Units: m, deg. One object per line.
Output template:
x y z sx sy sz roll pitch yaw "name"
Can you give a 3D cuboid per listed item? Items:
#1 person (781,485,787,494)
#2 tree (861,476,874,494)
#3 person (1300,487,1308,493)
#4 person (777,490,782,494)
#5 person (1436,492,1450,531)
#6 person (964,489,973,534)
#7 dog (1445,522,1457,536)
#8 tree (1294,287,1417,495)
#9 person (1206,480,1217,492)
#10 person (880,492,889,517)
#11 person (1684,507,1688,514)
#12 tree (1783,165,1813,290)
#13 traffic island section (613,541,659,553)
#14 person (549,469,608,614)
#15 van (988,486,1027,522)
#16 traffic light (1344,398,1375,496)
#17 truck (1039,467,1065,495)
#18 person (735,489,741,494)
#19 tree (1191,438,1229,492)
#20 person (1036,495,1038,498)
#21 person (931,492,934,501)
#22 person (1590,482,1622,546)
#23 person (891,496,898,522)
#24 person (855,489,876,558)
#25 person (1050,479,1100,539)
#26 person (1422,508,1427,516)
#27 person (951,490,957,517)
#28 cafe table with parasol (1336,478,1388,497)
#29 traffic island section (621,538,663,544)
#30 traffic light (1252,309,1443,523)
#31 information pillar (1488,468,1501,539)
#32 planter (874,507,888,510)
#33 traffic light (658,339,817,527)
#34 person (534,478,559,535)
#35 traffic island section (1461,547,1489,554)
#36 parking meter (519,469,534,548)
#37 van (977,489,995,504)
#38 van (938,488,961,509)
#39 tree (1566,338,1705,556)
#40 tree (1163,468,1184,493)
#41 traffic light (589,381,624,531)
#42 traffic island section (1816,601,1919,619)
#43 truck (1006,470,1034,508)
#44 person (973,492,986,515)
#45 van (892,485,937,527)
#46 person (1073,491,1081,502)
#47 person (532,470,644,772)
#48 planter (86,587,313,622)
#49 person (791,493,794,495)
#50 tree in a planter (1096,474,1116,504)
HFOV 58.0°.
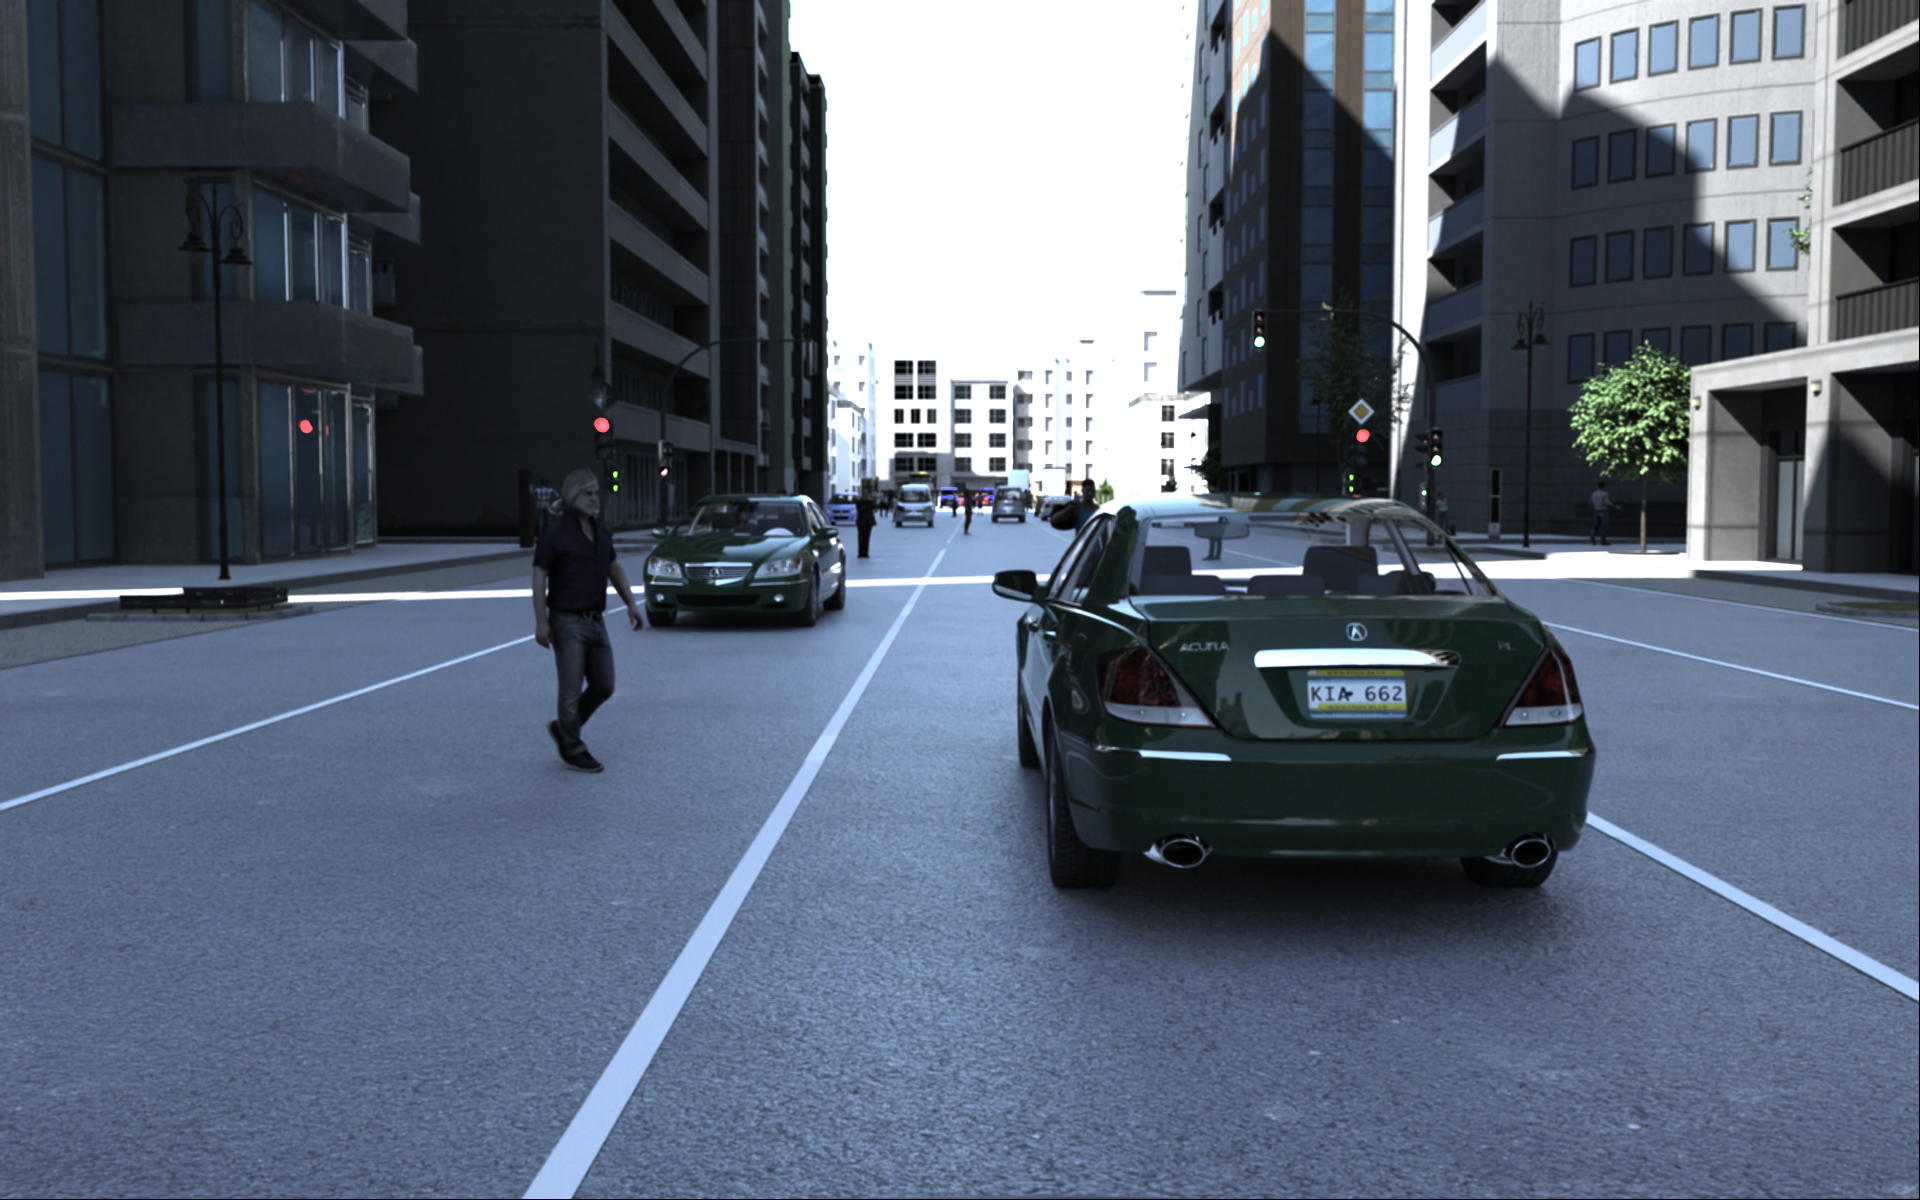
-9.879 -5.531 96.599 0.434 1.807 0.598 -1 4 -11 "person"
-9.853 -11.673 185.449 1.663 3.219 1.824 0 3 0 "tree"
14.540 -3.993 73.202 0.647 1.594 0.662 2 4 28 "person"
-8.687 -4.527 84.214 0.444 1.614 0.593 -2 4 -35 "person"
16.197 -2.936 57.951 0.435 1.345 0.340 0 4 -6 "person"
0.303 -3.150 61.713 0.444 1.614 0.593 2 4 31 "person"
15.004 -2.174 53.273 0.748 0.427 0.550 0 4 -3 "dog"
14.136 -6.860 62.522 4.737 8.622 4.395 0 3 0 "tree"
5.455 -1.737 37.601 0.504 1.737 0.576 2 4 35 "person"
-4.670 -5.902 107.203 0.614 1.554 0.590 -2 4 -32 "person"
16.977 -2.059 39.855 0.789 1.805 0.875 0 4 5 "person"
22.076 -6.829 37.416 9.928 11.665 9.643 0 3 0 "tree"
-8.832 -1.276 43.141 2.009 0.180 2.903 0 4 1 "traffic island section"
-4.508 -0.701 20.690 0.841 1.734 0.376 3 5 40 "person"
2.474 -4.996 88.703 2.013 2.044 4.112 0 4 0 "van"
11.714 -3.784 50.788 0.839 4.253 0.868 0 4 1 "traffic light"
10.021 -12.132 187.266 2.839 4.237 11.283 0 4 2 "truck"
-8.971 -3.637 69.670 0.593 1.614 0.444 0 4 -6 "person"
14.537 -6.836 95.474 4.285 4.588 4.351 0 3 0 "tree"
5.424 -6.719 122.272 0.340 1.345 0.435 0 4 5 "person"
-2.110 -6.944 123.732 0.444 1.614 0.593 0 4 -6 "person"
15.967 -2.146 43.082 0.435 1.587 0.963 -2 4 -35 "person"
-3.315 -4.696 89.194 0.340 1.345 0.435 2 4 34 "person"
-2.117 -1.732 39.085 0.482 1.546 0.388 -1 4 -12 "person"
1.324 -0.511 18.722 0.647 1.594 0.662 -2 4 -26 "person"
16.167 -3.081 59.651 0.776 1.435 0.726 2 4 33 "person"
-0.397 -6.086 108.944 0.436 1.711 0.756 1 4 12 "person"
16.903 -4.097 71.853 2.610 1.966 2.610 0 4 8 "cafe table with parasol"
-8.746 -1.764 51.126 2.009 0.180 2.903 0 4 1 "traffic island section"
9.536 -4.160 42.684 4.771 5.953 1.251 0 4 1 "traffic light"
15.374 -2.771 49.801 0.304 2.012 0.304 1 4 10 "information pillar"
-7.328 -8.060 152.916 1.991 0.319 1.994 0 4 1 "planter"
-6.614 -4.669 51.003 4.771 5.953 1.251 0 4 1 "traffic light"
-12.084 -2.667 50.368 0.841 1.734 0.376 0 4 -6 "person"
11.668 -1.262 42.917 2.009 0.180 2.903 0 4 1 "traffic island section"
-10.320 -2.173 41.235 0.255 1.863 0.399 0 4 4 "parking meter"
3.074 -11.815 197.551 2.240 2.365 5.245 0 4 0 "van"
-1.090 -10.320 173.111 2.240 2.365 5.245 0 4 -1 "van"
14.624 -3.241 36.711 4.285 4.588 4.351 0 3 0 "tree"
15.753 -8.155 127.932 1.663 3.219 1.824 0 3 0 "tree"
-8.792 -3.308 43.006 0.839 4.253 0.868 0 4 1 "traffic light"
11.427 0.131 20.718 1.991 0.108 1.994 0 4 1 "traffic island section"
6.596 -12.201 189.239 2.967 4.110 18.799 0 4 1 "truck"
1.367 -6.522 117.088 0.963 1.587 0.435 -1 4 -14 "person"
-2.002 -4.248 76.462 2.013 2.044 4.112 0 4 -1 "van"
7.701 -6.370 114.112 0.566 1.644 0.517 -1 4 -22 "person"
-1.957 0.102 9.036 0.569 1.553 0.471 -1 4 -20 "person"
-8.758 0.052 20.291 1.991 0.319 1.994 0 4 1 "planter"
-9.854 -5.521 100.218 0.435 1.345 0.340 -3 4 -37 "person"
12.850 -9.521 152.893 1.991 3.239 1.994 0 4 1 "tree in a planter"
